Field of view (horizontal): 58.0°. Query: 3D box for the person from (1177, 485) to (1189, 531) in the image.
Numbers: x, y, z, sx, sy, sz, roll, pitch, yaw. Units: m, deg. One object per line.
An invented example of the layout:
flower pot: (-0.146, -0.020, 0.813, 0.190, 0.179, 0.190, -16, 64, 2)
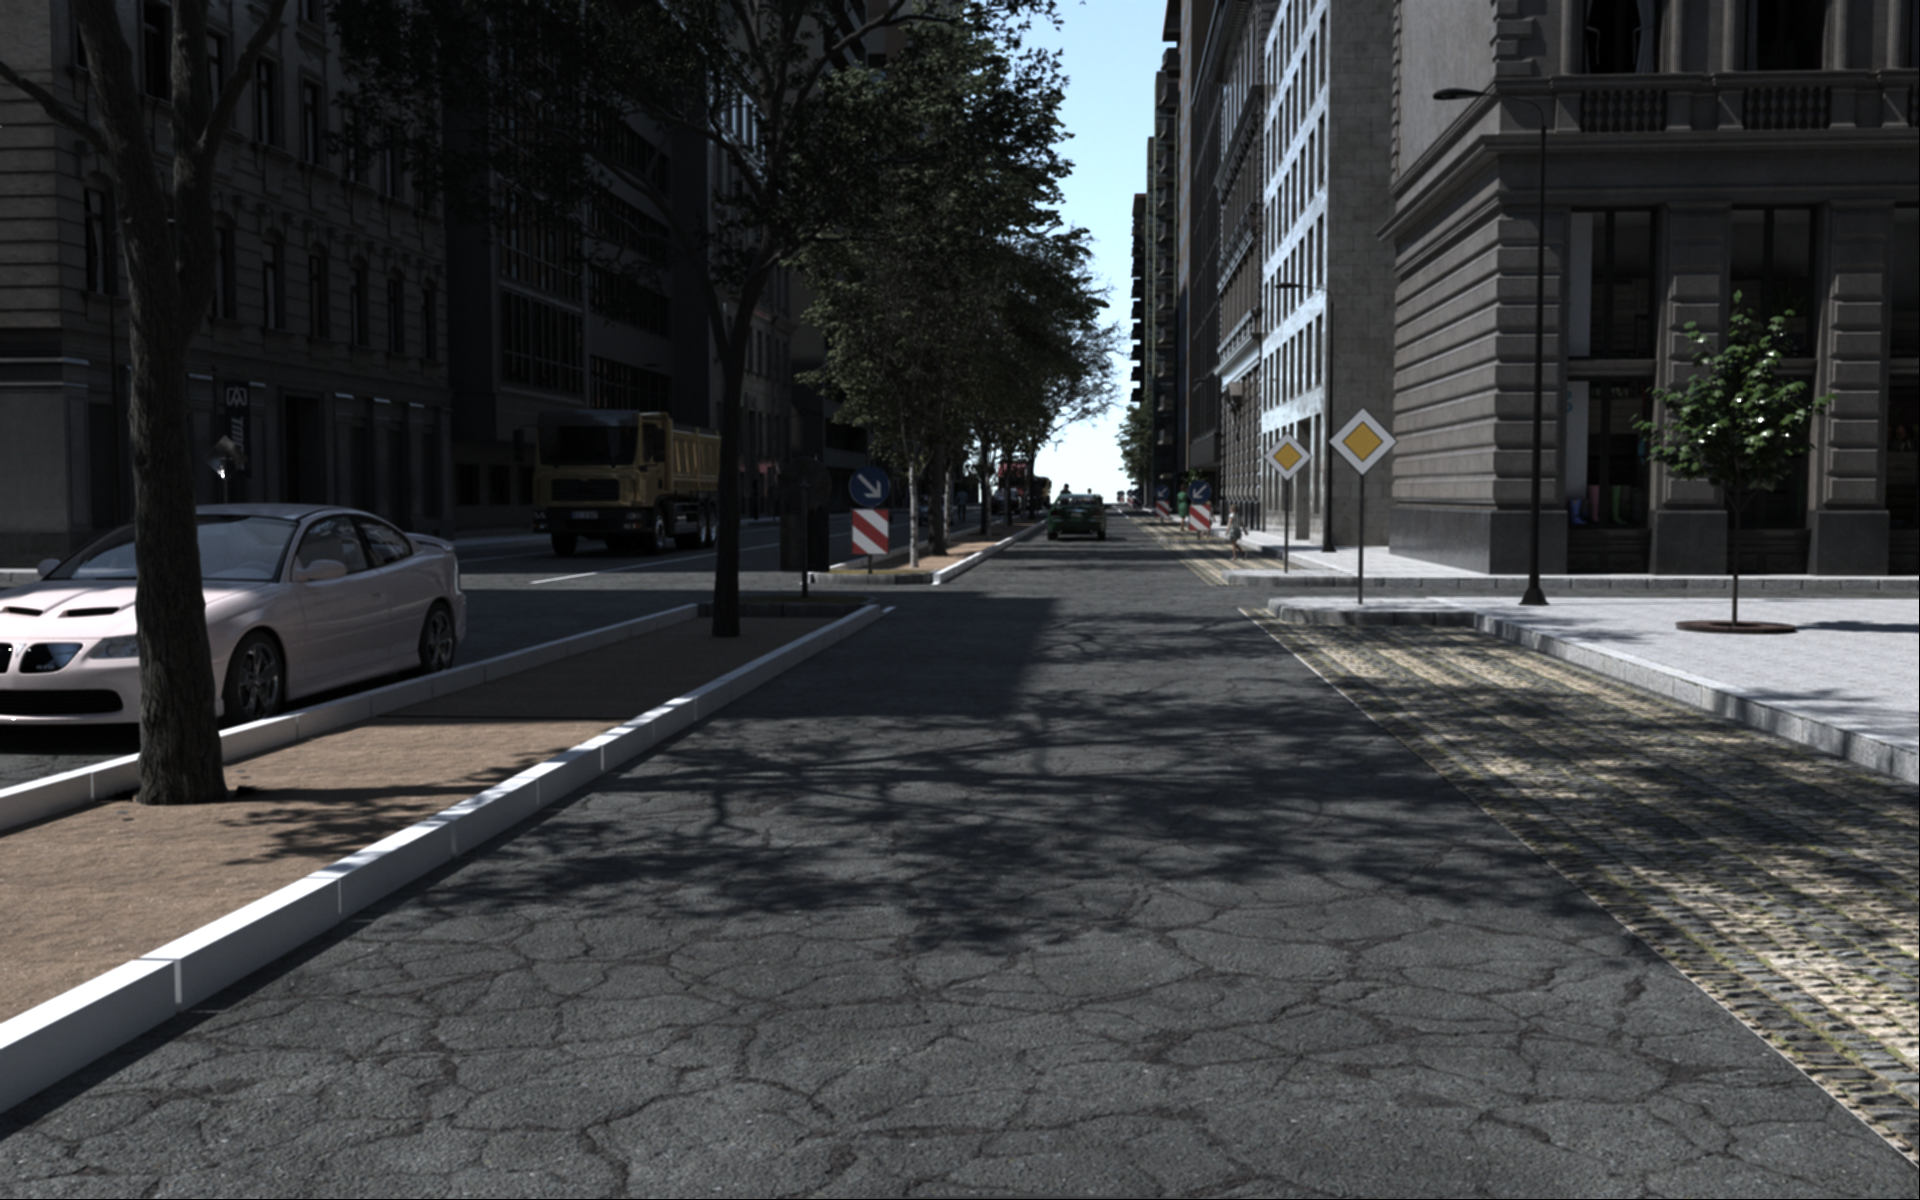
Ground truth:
person: (8.585, -3.546, 66.717, 0.600, 1.795, 0.529, 2, 4, 32)

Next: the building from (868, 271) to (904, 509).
building: (-19.948, -18.143, 141.678, 27.650, 21.520, 28.899, 0, 4, 5)

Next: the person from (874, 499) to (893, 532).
person: (-2.907, -3.363, 63.455, 0.822, 1.834, 0.622, 0, 4, 6)

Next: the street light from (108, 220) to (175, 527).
street light: (-13.899, -3.484, 29.509, 1.470, 5.913, 1.316, 0, 4, 5)

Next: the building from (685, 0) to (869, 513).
building: (-18.101, -30.075, 115.424, 21.300, 48.544, 21.600, 0, 4, 5)

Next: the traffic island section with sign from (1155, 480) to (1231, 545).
traffic island section with sign: (6.722, -2.513, 49.723, 1.989, 1.847, 2.006, 0, 4, 5)

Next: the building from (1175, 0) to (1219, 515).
building: (21.581, -28.298, 112.777, 14.600, 45.320, 14.200, 0, 4, 5)

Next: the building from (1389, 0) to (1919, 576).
building: (18.017, -12.355, 30.886, 19.941, 23.489, 11.050, 0, 4, 5)

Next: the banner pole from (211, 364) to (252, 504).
banner pole: (-14.175, -2.667, 33.624, 0.863, 3.779, 0.401, -2, 4, -31)

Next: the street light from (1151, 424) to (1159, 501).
street light: (13.624, -8.712, 114.976, 1.470, 5.913, 1.316, 0, 4, 5)

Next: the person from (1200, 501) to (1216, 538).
person: (7.771, -2.495, 54.306, 0.505, 1.210, 0.382, -2, 4, -35)

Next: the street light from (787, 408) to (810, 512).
street light: (-8.759, -7.391, 93.391, 1.470, 5.913, 1.316, 0, 4, 5)

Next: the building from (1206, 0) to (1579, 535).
building: (15.876, -14.663, 68.616, 11.050, 23.489, 19.941, 0, 4, 5)

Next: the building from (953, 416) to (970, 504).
building: (-10.295, -34.413, 217.278, 22.147, 44.769, 28.867, 0, 4, 5)

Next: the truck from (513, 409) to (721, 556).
truck: (-8.056, -2.848, 42.484, 3.469, 3.379, 9.791, 0, 4, 4)

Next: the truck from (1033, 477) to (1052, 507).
truck: (8.741, -12.182, 195.105, 3.469, 3.379, 9.791, 0, 4, 5)

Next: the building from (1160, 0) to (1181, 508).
building: (28.354, -30.172, 147.943, 22.147, 44.769, 28.867, 0, 4, 5)

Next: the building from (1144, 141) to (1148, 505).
building: (28.495, -31.613, 200.473, 14.154, 41.232, 14.086, 0, 4, 5)

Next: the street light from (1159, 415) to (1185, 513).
street light: (12.626, -7.904, 101.775, 1.470, 5.913, 1.316, 0, 4, 5)

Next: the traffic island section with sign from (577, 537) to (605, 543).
traffic island section with sign: (-10.727, -2.651, 51.976, 1.989, 1.847, 2.006, 0, 4, 5)

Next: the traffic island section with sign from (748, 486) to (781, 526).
traffic island section with sign: (-8.541, -4.320, 79.256, 1.989, 1.847, 2.006, 0, 4, 5)

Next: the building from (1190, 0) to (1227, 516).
building: (19.798, -18.147, 90.203, 14.314, 27.812, 24.014, 0, 4, 5)

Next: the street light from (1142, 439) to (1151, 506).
street light: (16.357, -10.689, 147.303, 1.470, 5.913, 1.316, 0, 4, 5)

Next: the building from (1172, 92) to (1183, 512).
building: (22.687, -21.750, 127.315, 14.160, 30.474, 14.107, 0, 4, 5)

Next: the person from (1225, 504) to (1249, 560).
person: (5.908, -1.442, 37.096, 0.505, 1.210, 0.382, -3, 5, -43)

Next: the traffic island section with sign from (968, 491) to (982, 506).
traffic island section with sign: (2.006, -12.400, 211.360, 1.989, 1.847, 2.006, 0, 4, 5)

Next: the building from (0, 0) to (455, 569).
building: (-19.210, -11.568, 38.284, 9.793, 20.994, 18.267, 0, 4, 5)

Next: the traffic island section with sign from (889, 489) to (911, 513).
traffic island section with sign: (-4.556, -7.381, 129.299, 1.989, 1.847, 2.006, 0, 4, 5)

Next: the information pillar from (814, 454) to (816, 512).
information pillar: (-8.402, -6.682, 100.604, 0.183, 3.616, 0.504, 0, 4, 1)

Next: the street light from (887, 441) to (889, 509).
street light: (-5.274, -10.150, 138.497, 1.470, 5.913, 1.316, 0, 4, 5)

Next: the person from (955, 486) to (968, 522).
person: (0.085, -4.827, 87.440, 0.660, 1.820, 0.620, -1, 4, -11)

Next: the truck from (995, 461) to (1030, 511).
truck: (4.696, -9.789, 148.957, 2.839, 4.237, 11.283, 0, 4, 5)

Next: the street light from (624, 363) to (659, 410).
street light: (-11.362, -5.447, 61.595, 1.470, 5.913, 1.316, 0, 4, 5)

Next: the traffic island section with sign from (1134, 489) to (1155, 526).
traffic island section with sign: (8.954, -4.234, 77.854, 1.989, 1.847, 2.006, 0, 4, 5)

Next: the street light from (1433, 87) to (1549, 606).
street light: (6.107, -2.898, 19.929, 1.470, 5.913, 1.316, 0, 4, 5)

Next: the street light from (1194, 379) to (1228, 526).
street light: (10.140, -5.959, 69.970, 1.470, 5.913, 1.316, 0, 4, 5)

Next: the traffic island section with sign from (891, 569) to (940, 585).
traffic island section with sign: (-1.385, -1.235, 28.323, 2.006, 1.907, 1.989, 0, 4, 5)

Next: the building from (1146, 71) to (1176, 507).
building: (26.033, -29.790, 170.667, 14.154, 41.232, 14.086, 0, 4, 5)

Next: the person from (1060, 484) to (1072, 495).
person: (4.129, -3.727, 69.239, 0.655, 1.846, 0.447, -2, 4, -31)

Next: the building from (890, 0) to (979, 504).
building: (-7.819, -49.129, 241.514, 20.563, 71.187, 20.611, 0, 4, 5)

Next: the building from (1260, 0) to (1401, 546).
building: (14.781, -11.938, 49.942, 10.420, 20.320, 16.860, 0, 4, 5)

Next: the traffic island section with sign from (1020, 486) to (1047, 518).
traffic island section with sign: (4.590, -5.816, 103.224, 2.006, 1.907, 1.989, 0, 4, 5)

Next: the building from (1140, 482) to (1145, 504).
building: (39.151, -32.236, 218.939, 32.217, 40.220, 23.993, 0, 4, 5)

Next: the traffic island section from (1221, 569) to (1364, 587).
traffic island section: (5.316, -0.358, 28.130, 2.009, 0.180, 2.903, 0, 4, 5)

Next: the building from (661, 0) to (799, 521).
building: (-16.492, -17.929, 90.397, 12.463, 27.353, 25.104, 0, 4, 5)

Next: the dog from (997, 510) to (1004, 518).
dog: (2.491, -5.141, 103.336, 0.406, 0.507, 0.540, 3, 5, 40)

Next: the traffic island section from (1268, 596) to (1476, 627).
traffic island section: (4.680, 0.129, 20.170, 2.009, 0.180, 2.903, 0, 4, 5)

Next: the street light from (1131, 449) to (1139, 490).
street light: (18.756, -12.636, 179.131, 1.470, 5.913, 1.316, 0, 4, 5)

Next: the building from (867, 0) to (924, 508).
building: (-10.948, -31.297, 161.812, 14.600, 45.320, 14.200, 0, 4, 5)

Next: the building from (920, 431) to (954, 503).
building: (-8.267, -25.905, 195.250, 14.160, 30.474, 14.107, 0, 4, 5)

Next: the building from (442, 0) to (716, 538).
building: (-18.977, -14.880, 62.347, 14.314, 24.678, 30.058, 0, 4, 5)

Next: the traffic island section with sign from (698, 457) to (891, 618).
traffic island section with sign: (-1.985, -0.783, 20.940, 2.006, 1.907, 1.989, 0, 4, 5)

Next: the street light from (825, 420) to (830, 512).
street light: (-7.743, -8.164, 106.022, 1.470, 5.913, 1.316, 0, 4, 5)

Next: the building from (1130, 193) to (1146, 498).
building: (35.399, -36.181, 246.181, 22.147, 44.769, 28.867, 0, 4, 5)

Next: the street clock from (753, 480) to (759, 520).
street clock: (-10.150, -4.992, 86.196, 0.358, 2.002, 0.471, 0, 4, 5)

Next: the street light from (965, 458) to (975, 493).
street light: (1.276, -15.200, 221.055, 1.470, 5.913, 1.316, 0, 4, 5)

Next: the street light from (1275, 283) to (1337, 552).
street light: (7.620, -4.014, 38.167, 1.470, 5.913, 1.316, 0, 4, 5)

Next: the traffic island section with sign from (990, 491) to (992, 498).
traffic island section with sign: (4.173, -14.057, 238.453, 1.989, 1.847, 2.006, 0, 4, 5)

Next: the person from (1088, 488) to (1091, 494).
person: (6.991, -5.083, 92.279, 0.731, 1.740, 0.598, 1, 4, 10)
